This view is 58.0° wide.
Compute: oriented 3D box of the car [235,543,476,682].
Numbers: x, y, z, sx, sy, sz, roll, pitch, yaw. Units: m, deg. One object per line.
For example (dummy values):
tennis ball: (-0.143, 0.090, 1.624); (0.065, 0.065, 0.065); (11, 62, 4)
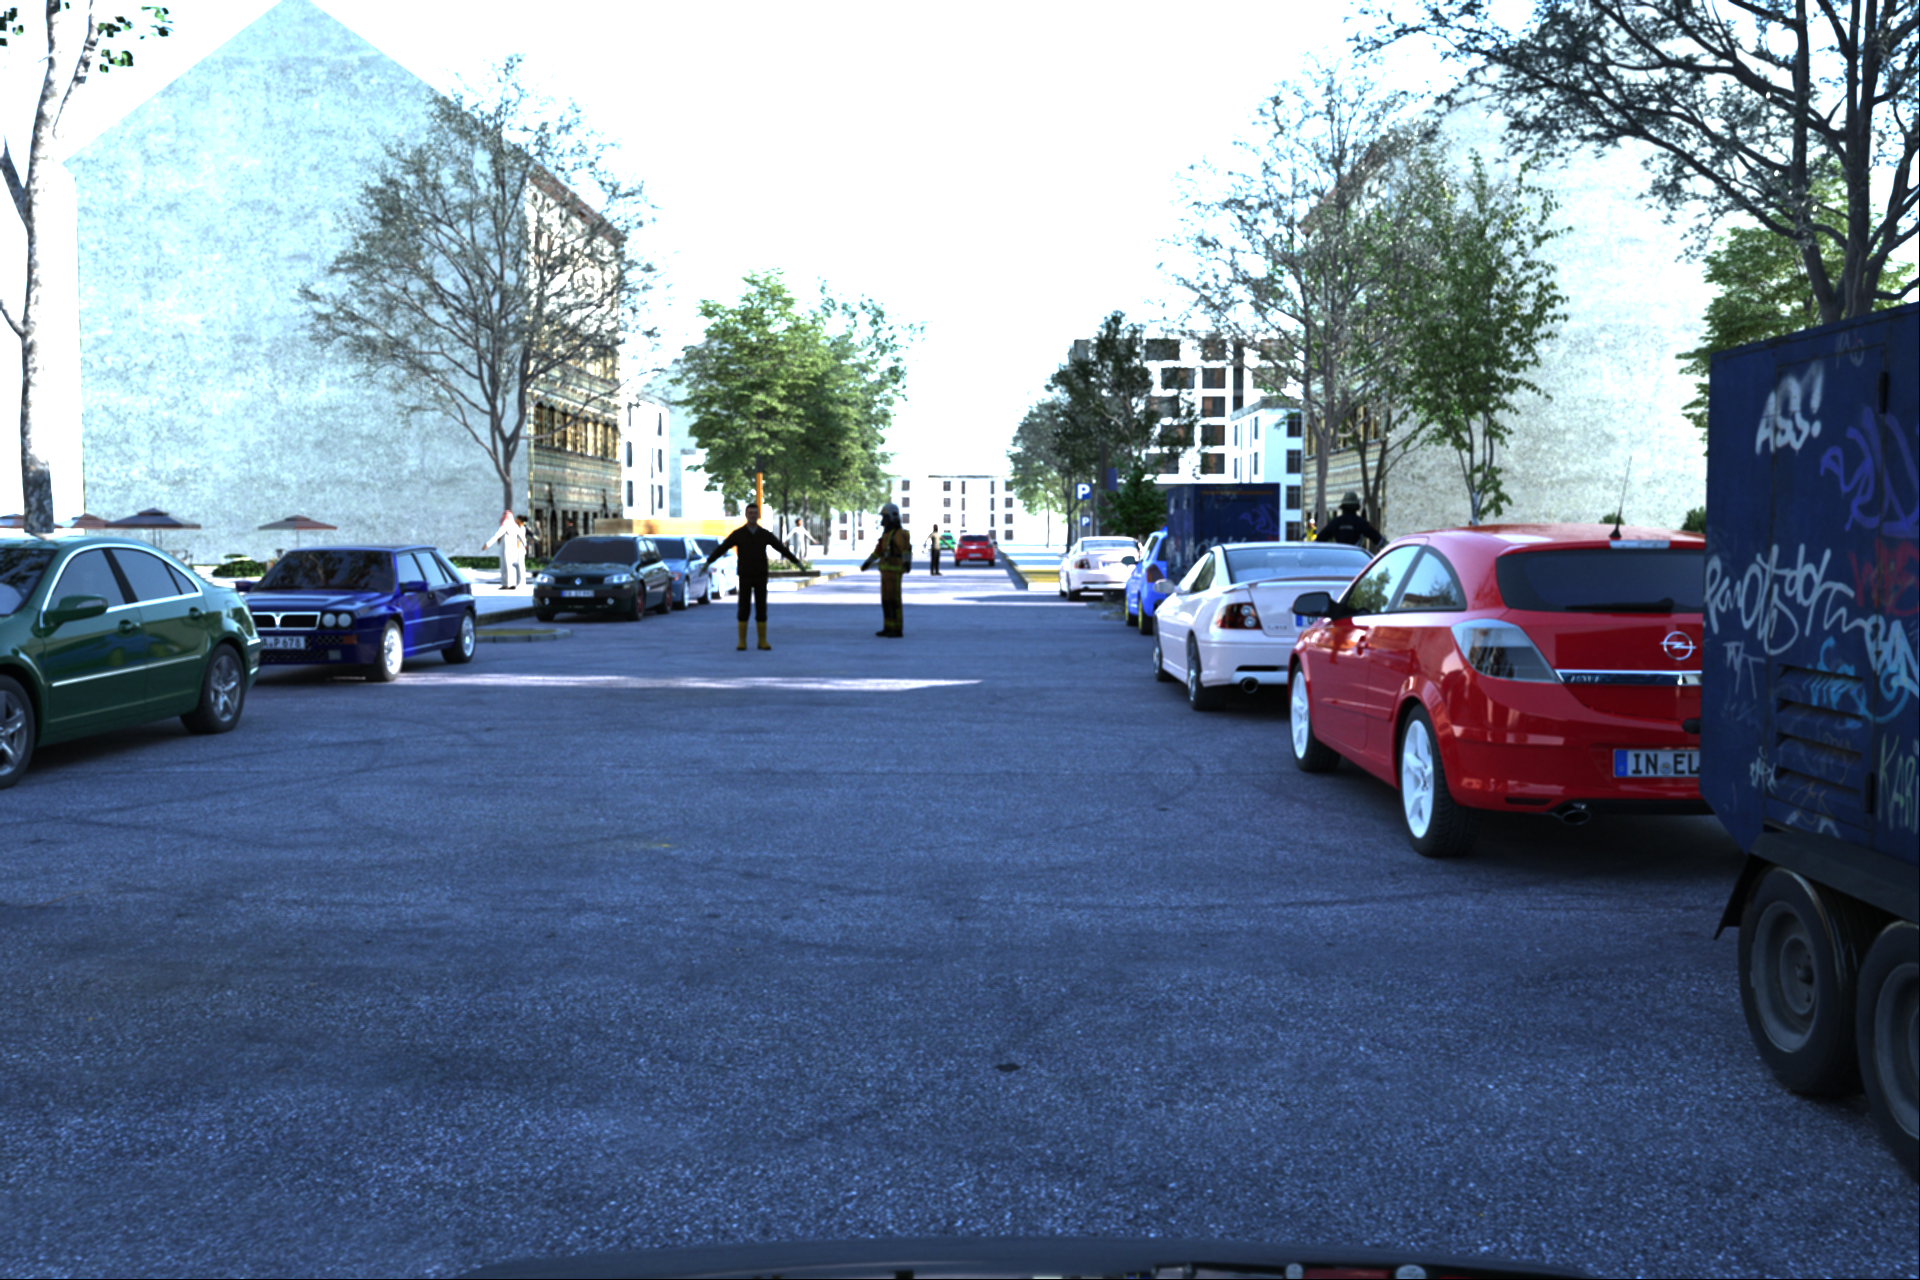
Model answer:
car: (-6.334, -0.331, 17.986); (1.945, 1.354, 3.894); (0, 4, 1)

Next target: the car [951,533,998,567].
car: (0.652, -4.212, 77.902); (2.155, 1.783, 4.494); (0, 4, 0)

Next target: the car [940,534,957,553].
car: (-1.185, -7.680, 134.363); (1.959, 1.807, 4.718); (0, 4, 1)

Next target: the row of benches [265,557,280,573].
row of benches: (-17.504, -1.819, 45.204); (1.422, 0.672, 4.104); (-2, 4, -30)

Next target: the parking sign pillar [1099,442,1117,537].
parking sign pillar: (4.370, -3.848, 51.385); (1.447, 3.967, 1.447); (0, 4, 1)

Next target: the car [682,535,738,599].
car: (-6.069, -1.681, 39.487); (2.014, 1.417, 4.499); (0, 4, 0)

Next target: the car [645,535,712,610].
car: (-6.000, -1.357, 34.183); (2.014, 1.417, 4.499); (0, 4, 1)

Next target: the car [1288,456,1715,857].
car: (2.926, -0.008, 9.167); (2.155, 1.783, 4.494); (0, 4, 0)

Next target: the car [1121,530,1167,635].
car: (3.407, -0.997, 25.897); (1.945, 1.707, 3.694); (0, 4, 1)

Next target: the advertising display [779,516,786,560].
advertising display: (-6.309, -3.457, 61.732); (0.123, 1.923, 0.974); (0, 4, 1)

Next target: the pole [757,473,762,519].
pole: (-6.721, -3.928, 58.068); (0.158, 3.312, 0.155); (0, 3, 0)

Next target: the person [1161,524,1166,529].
person: (8.585, -4.108, 73.022); (0.705, 1.847, 1.347); (1, 4, 22)

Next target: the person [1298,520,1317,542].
person: (13.280, -3.649, 65.629); (0.705, 1.833, 1.349); (-2, 4, -26)

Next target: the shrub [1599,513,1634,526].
shrub: (22.515, -3.416, 59.895); (1.661, 2.075, 1.752); (0, 3, 0)

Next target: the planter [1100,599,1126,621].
planter: (3.391, -0.505, 29.396); (1.991, 0.319, 1.994); (0, 4, 2)

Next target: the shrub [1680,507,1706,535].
shrub: (19.894, -2.605, 46.631); (1.661, 2.075, 1.752); (0, 3, 0)

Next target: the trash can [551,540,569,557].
trash can: (-9.007, -1.720, 39.767); (0.748, 1.137, 0.748); (0, 3, 0)

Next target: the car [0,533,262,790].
car: (-6.225, 0.039, 11.157); (2.131, 1.459, 4.920); (0, 4, 1)

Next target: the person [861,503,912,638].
person: (-0.976, -0.970, 24.092); (0.705, 1.858, 1.354); (-2, 4, -30)

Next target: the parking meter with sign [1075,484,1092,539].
parking meter with sign: (4.246, -3.843, 59.101); (0.543, 3.016, 1.738); (0, 4, 1)

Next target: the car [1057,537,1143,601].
car: (3.215, -1.591, 38.377); (2.083, 1.381, 4.827); (0, 4, 0)

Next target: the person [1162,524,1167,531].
person: (5.241, -2.246, 42.705); (0.704, 1.831, 1.345); (3, 4, 37)

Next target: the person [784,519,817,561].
person: (-5.505, -3.247, 59.270); (1.347, 1.806, 0.705); (-3, 5, -40)

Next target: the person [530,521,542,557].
person: (-17.183, -3.925, 70.299); (0.705, 1.813, 1.348); (-2, 4, -28)

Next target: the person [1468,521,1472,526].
person: (19.644, -3.694, 66.669); (1.348, 1.796, 0.705); (-2, 4, -33)

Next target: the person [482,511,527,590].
person: (-10.393, -2.055, 39.740); (0.704, 1.811, 1.347); (2, 4, 30)

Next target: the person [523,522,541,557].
person: (-17.247, -3.836, 68.502); (1.354, 1.856, 0.705); (0, 4, 6)

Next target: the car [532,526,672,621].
car: (-6.087, -1.220, 29.738); (2.009, 1.686, 4.222); (0, 4, 1)

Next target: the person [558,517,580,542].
person: (-13.020, -3.172, 57.793); (0.705, 1.837, 1.347); (2, 4, 24)

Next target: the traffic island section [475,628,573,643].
traffic island section: (-6.437, -0.059, 23.838); (1.991, 0.108, 1.994); (0, 4, 2)

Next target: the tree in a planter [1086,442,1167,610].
tree in a planter: (3.466, -2.224, 33.577); (1.991, 3.239, 1.994); (0, 4, 0)

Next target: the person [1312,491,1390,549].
person: (5.199, -1.052, 23.064); (1.351, 1.845, 0.704); (2, 4, 31)

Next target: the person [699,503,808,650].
person: (-2.564, -0.786, 21.441); (1.346, 1.812, 0.704); (-1, 4, -15)

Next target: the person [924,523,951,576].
person: (-0.830, -3.145, 60.011); (0.705, 1.813, 1.348); (3, 5, 43)

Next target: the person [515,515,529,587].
person: (-10.700, -2.142, 41.785); (0.721, 1.739, 1.217); (-1, 4, -20)

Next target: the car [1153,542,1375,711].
car: (2.814, -0.186, 15.403); (2.083, 1.381, 4.827); (0, 4, 1)
